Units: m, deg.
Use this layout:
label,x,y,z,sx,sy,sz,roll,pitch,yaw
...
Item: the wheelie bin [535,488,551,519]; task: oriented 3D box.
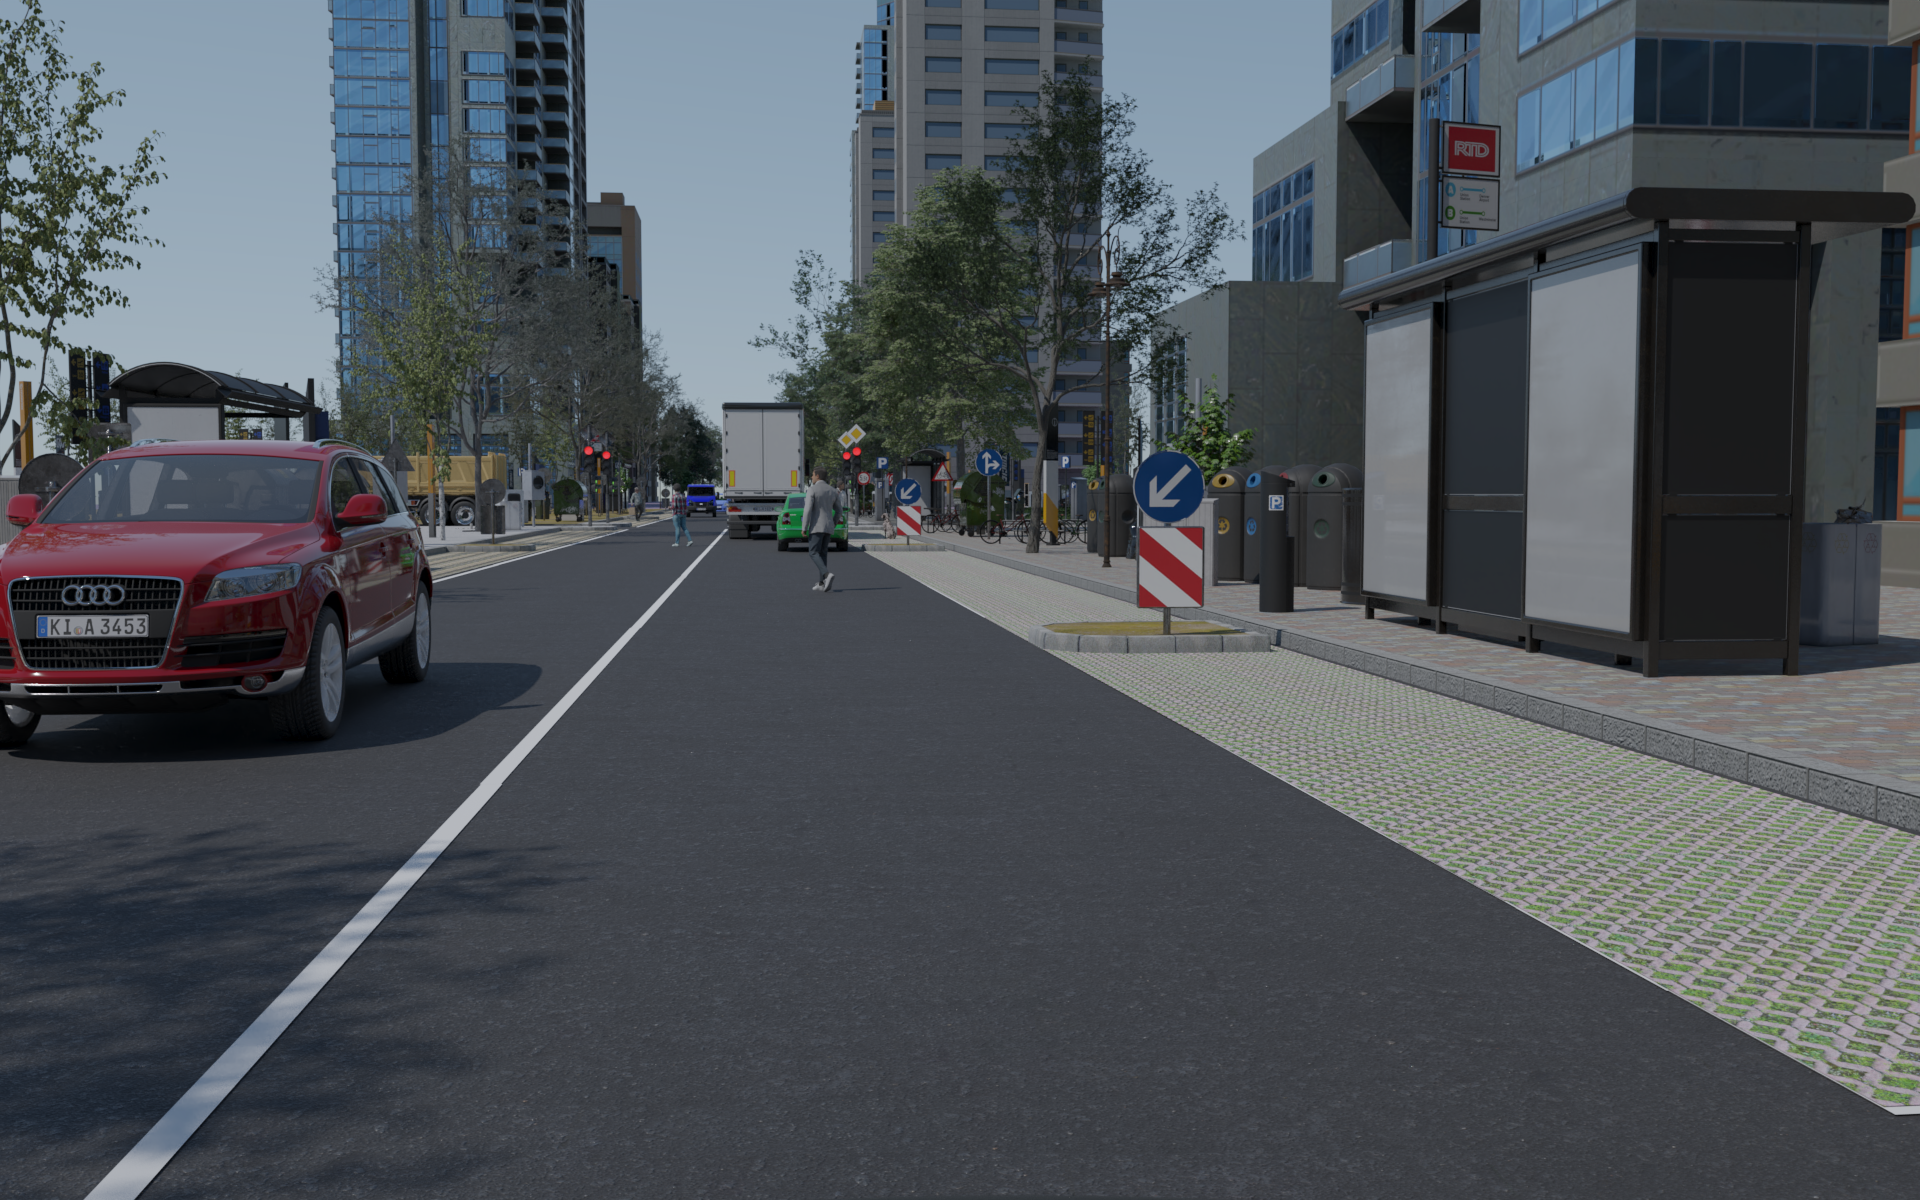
label,x,y,z,sx,sy,sz,roll,pitch,yaw
wheelie bin,-21.134,-4.880,87.697,0.693,1.594,0.980,-3,5,-44

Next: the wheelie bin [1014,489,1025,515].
label,x,y,z,sx,sy,sz,roll,pitch,yaw
wheelie bin,3.639,-6.044,106.730,0.693,1.594,0.980,-1,4,-17

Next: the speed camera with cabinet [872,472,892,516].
label,x,y,z,sx,sy,sz,roll,pitch,yaw
speed camera with cabinet,-4.696,-6.590,102.079,0.660,3.252,2.038,-1,4,-15

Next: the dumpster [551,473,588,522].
label,x,y,z,sx,sy,sz,roll,pitch,yaw
dumpster,-18.051,-4.739,79.969,1.502,2.255,1.985,0,4,-6

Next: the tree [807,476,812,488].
label,x,y,z,sx,sy,sz,roll,pitch,yaw
tree,-18.230,-17.405,210.328,9.928,11.665,9.643,0,3,0

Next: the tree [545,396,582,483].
label,x,y,z,sx,sy,sz,roll,pitch,yaw
tree,-28.071,-10.376,120.006,4.737,8.622,4.395,0,3,0

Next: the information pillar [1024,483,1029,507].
label,x,y,z,sx,sy,sz,roll,pitch,yaw
information pillar,4.507,-6.866,116.758,0.304,2.012,0.304,1,4,8

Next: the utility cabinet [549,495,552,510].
label,x,y,z,sx,sy,sz,roll,pitch,yaw
utility cabinet,-32.918,-7.736,137.637,1.020,1.237,0.306,2,4,24

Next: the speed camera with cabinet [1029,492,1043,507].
label,x,y,z,sx,sy,sz,roll,pitch,yaw
speed camera with cabinet,5.598,-7.578,118.242,2.038,3.252,0.660,-1,4,-16

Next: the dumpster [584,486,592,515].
label,x,y,z,sx,sy,sz,roll,pitch,yaw
dumpster,-22.874,-6.027,104.296,1.264,1.857,1.865,0,4,-7

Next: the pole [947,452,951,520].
label,x,y,z,sx,sy,sz,roll,pitch,yaw
pole,-0.539,-5.522,84.131,0.158,3.312,0.155,0,3,0

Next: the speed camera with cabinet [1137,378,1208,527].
label,x,y,z,sx,sy,sz,roll,pitch,yaw
speed camera with cabinet,3.718,-2.199,30.283,0.660,3.252,2.038,-1,4,-15

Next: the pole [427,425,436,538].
label,x,y,z,sx,sy,sz,roll,pitch,yaw
pole,-15.517,-3.488,50.865,0.158,3.312,0.155,0,3,0

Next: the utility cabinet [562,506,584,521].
label,x,y,z,sx,sy,sz,roll,pitch,yaw
utility cabinet,-18.476,-4.509,82.405,1.173,1.500,0.318,1,4,17

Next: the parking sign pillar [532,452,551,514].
label,x,y,z,sx,sy,sz,roll,pitch,yaw
parking sign pillar,-26.761,-7.441,110.140,1.447,3.967,1.447,0,4,8

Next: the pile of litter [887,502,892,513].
label,x,y,z,sx,sy,sz,roll,pitch,yaw
pile of litter,-4.495,-6.234,115.891,1.176,0.858,1.719,0,4,1

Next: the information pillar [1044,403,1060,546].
label,x,y,z,sx,sy,sz,roll,pitch,yaw
information pillar,2.271,-3.162,43.052,0.183,3.616,0.504,3,5,42

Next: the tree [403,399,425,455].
label,x,y,z,sx,sy,sz,roll,pitch,yaw
tree,-32.290,-9.023,97.895,4.360,8.622,3.978,0,3,0

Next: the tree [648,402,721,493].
label,x,y,z,sx,sy,sz,roll,pitch,yaw
tree,-34.044,-18.065,212.367,9.611,12.733,9.660,0,3,0

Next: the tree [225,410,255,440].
label,x,y,z,sx,sy,sz,roll,pitch,yaw
tree,-47.377,-9.648,108.114,4.360,8.622,3.978,0,3,0

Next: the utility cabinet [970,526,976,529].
label,x,y,z,sx,sy,sz,roll,pitch,yaw
utility cabinet,0.608,-3.211,63.667,0.306,1.237,1.020,1,4,13

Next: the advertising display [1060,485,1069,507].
label,x,y,z,sx,sy,sz,roll,pitch,yaw
advertising display,7.210,-6.983,119.393,0.123,1.923,0.974,3,4,37

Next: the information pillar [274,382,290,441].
label,x,y,z,sx,sy,sz,roll,pitch,yaw
information pillar,-14.272,-2.762,36.521,0.504,3.616,0.183,3,5,39

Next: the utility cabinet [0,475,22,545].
label,x,y,z,sx,sy,sz,roll,pitch,yaw
utility cabinet,-11.161,-0.717,20.406,1.173,1.500,0.318,-1,4,-17

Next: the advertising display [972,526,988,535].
label,x,y,z,sx,sy,sz,roll,pitch,yaw
advertising display,0.664,-3.031,54.769,0.123,1.923,0.974,2,4,35

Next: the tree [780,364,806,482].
label,x,y,z,sx,sy,sz,roll,pitch,yaw
tree,-11.776,-15.409,158.594,9.857,13.997,8.962,0,3,0

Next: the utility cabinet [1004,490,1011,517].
label,x,y,z,sx,sy,sz,roll,pitch,yaw
utility cabinet,2.258,-5.403,97.018,1.173,1.500,0.318,-2,4,-26

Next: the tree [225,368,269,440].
label,x,y,z,sx,sy,sz,roll,pitch,yaw
tree,-42.900,-9.270,101.921,4.737,8.622,4.395,0,3,0

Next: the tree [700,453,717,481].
label,x,y,z,sx,sy,sz,roll,pitch,yaw
tree,-40.377,-20.154,263.927,7.601,10.594,8.767,2,4,27

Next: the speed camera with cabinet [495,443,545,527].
label,x,y,z,sx,sy,sz,roll,pitch,yaw
speed camera with cabinet,-17.002,-4.441,66.944,0.660,3.252,2.038,2,4,34

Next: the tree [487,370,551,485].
label,x,y,z,sx,sy,sz,roll,pitch,yaw
tree,-25.765,-9.276,102.030,4.360,8.622,3.978,0,3,0

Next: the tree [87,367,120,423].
label,x,y,z,sx,sy,sz,roll,pitch,yaw
tree,-47.080,-8.995,97.432,4.360,8.622,3.978,0,3,0

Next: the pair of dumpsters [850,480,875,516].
label,x,y,z,sx,sy,sz,roll,pitch,yaw
pair of dumpsters,-5.783,-6.295,105.417,1.574,2.255,4.437,0,4,-7

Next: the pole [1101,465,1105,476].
label,x,y,z,sx,sy,sz,roll,pitch,yaw
pole,4.196,-3.457,50.367,0.158,3.312,0.155,0,3,0

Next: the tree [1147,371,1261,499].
label,x,y,z,sx,sy,sz,roll,pitch,yaw
tree,4.001,-2.003,27.349,1.663,3.219,1.824,0,3,0

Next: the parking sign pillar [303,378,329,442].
label,x,y,z,sx,sy,sz,roll,pitch,yaw
parking sign pillar,-15.226,-3.209,40.938,1.447,3.967,1.447,-2,4,-26

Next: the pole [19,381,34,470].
label,x,y,z,sx,sy,sz,roll,pitch,yaw
pole,-16.868,-2.294,31.354,0.158,3.312,0.155,0,3,0

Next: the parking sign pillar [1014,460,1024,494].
label,x,y,z,sx,sy,sz,roll,pitch,yaw
parking sign pillar,4.557,-8.928,134.450,1.447,3.967,1.447,-1,4,-19

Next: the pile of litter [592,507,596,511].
label,x,y,z,sx,sy,sz,roll,pitch,yaw
pile of litter,-28.021,-7.405,135.042,1.719,0.858,1.176,0,4,-7

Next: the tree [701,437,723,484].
label,x,y,z,sx,sy,sz,roll,pitch,yaw
tree,-43.864,-22.567,294.720,9.928,11.665,9.643,0,3,0

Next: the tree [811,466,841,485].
label,x,y,z,sx,sy,sz,roll,pitch,yaw
tree,-13.346,-11.653,174.241,4.285,4.588,4.351,0,3,0

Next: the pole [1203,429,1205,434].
label,x,y,z,sx,sy,sz,roll,pitch,yaw
pole,7.012,-3.398,49.401,0.158,3.312,0.155,0,3,0

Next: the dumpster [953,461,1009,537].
label,x,y,z,sx,sy,sz,roll,pitch,yaw
dumpster,0.640,-3.044,52.265,1.502,2.255,1.985,0,4,-6

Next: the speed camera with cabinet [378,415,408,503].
label,x,y,z,sx,sy,sz,roll,pitch,yaw
speed camera with cabinet,-14.936,-3.004,43.450,2.038,3.252,0.660,1,4,10

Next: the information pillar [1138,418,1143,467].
label,x,y,z,sx,sy,sz,roll,pitch,yaw
information pillar,5.578,-3.811,53.661,0.183,3.616,0.504,1,4,14

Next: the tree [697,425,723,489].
label,x,y,z,sx,sy,sz,roll,pitch,yaw
tree,-44.537,-24.623,309.245,9.857,13.997,8.962,0,3,0

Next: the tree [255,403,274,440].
label,x,y,z,sx,sy,sz,roll,pitch,yaw
tree,-50.557,-10.889,128.398,4.360,8.622,3.978,0,3,0

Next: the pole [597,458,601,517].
label,x,y,z,sx,sy,sz,roll,pitch,yaw
pole,-20.418,-6.372,98.018,0.158,3.312,0.155,0,3,0

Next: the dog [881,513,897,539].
label,x,y,z,sx,sy,sz,roll,pitch,yaw
dog,-2.268,-2.322,54.803,0.513,0.831,0.800,0,4,2

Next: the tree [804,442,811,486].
label,x,y,z,sx,sy,sz,roll,pitch,yaw
tree,-27.295,-23.030,294.668,7.486,12.596,7.792,0,3,0

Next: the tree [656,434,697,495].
label,x,y,z,sx,sy,sz,roll,pitch,yaw
tree,-30.344,-14.297,184.117,4.737,8.622,4.395,0,3,0

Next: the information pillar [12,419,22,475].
label,x,y,z,sx,sy,sz,roll,pitch,yaw
information pillar,-29.501,-3.857,54.409,0.183,3.616,0.504,1,4,22

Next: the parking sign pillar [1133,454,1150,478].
label,x,y,z,sx,sy,sz,roll,pitch,yaw
parking sign pillar,13.167,-8.359,125.134,1.447,3.967,1.447,1,4,19

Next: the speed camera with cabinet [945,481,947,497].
label,x,y,z,sx,sy,sz,roll,pitch,yaw
speed camera with cabinet,-1.844,-9.032,142.013,2.038,3.252,0.660,1,4,21

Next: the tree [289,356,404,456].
label,x,y,z,sx,sy,sz,roll,pitch,yaw
tree,-32.097,-8.521,89.679,4.360,8.622,3.978,0,3,0

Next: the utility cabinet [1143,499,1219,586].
label,x,y,z,sx,sy,sz,roll,pitch,yaw
utility cabinet,3.094,-0.804,24.313,1.020,1.237,0.306,1,4,22
